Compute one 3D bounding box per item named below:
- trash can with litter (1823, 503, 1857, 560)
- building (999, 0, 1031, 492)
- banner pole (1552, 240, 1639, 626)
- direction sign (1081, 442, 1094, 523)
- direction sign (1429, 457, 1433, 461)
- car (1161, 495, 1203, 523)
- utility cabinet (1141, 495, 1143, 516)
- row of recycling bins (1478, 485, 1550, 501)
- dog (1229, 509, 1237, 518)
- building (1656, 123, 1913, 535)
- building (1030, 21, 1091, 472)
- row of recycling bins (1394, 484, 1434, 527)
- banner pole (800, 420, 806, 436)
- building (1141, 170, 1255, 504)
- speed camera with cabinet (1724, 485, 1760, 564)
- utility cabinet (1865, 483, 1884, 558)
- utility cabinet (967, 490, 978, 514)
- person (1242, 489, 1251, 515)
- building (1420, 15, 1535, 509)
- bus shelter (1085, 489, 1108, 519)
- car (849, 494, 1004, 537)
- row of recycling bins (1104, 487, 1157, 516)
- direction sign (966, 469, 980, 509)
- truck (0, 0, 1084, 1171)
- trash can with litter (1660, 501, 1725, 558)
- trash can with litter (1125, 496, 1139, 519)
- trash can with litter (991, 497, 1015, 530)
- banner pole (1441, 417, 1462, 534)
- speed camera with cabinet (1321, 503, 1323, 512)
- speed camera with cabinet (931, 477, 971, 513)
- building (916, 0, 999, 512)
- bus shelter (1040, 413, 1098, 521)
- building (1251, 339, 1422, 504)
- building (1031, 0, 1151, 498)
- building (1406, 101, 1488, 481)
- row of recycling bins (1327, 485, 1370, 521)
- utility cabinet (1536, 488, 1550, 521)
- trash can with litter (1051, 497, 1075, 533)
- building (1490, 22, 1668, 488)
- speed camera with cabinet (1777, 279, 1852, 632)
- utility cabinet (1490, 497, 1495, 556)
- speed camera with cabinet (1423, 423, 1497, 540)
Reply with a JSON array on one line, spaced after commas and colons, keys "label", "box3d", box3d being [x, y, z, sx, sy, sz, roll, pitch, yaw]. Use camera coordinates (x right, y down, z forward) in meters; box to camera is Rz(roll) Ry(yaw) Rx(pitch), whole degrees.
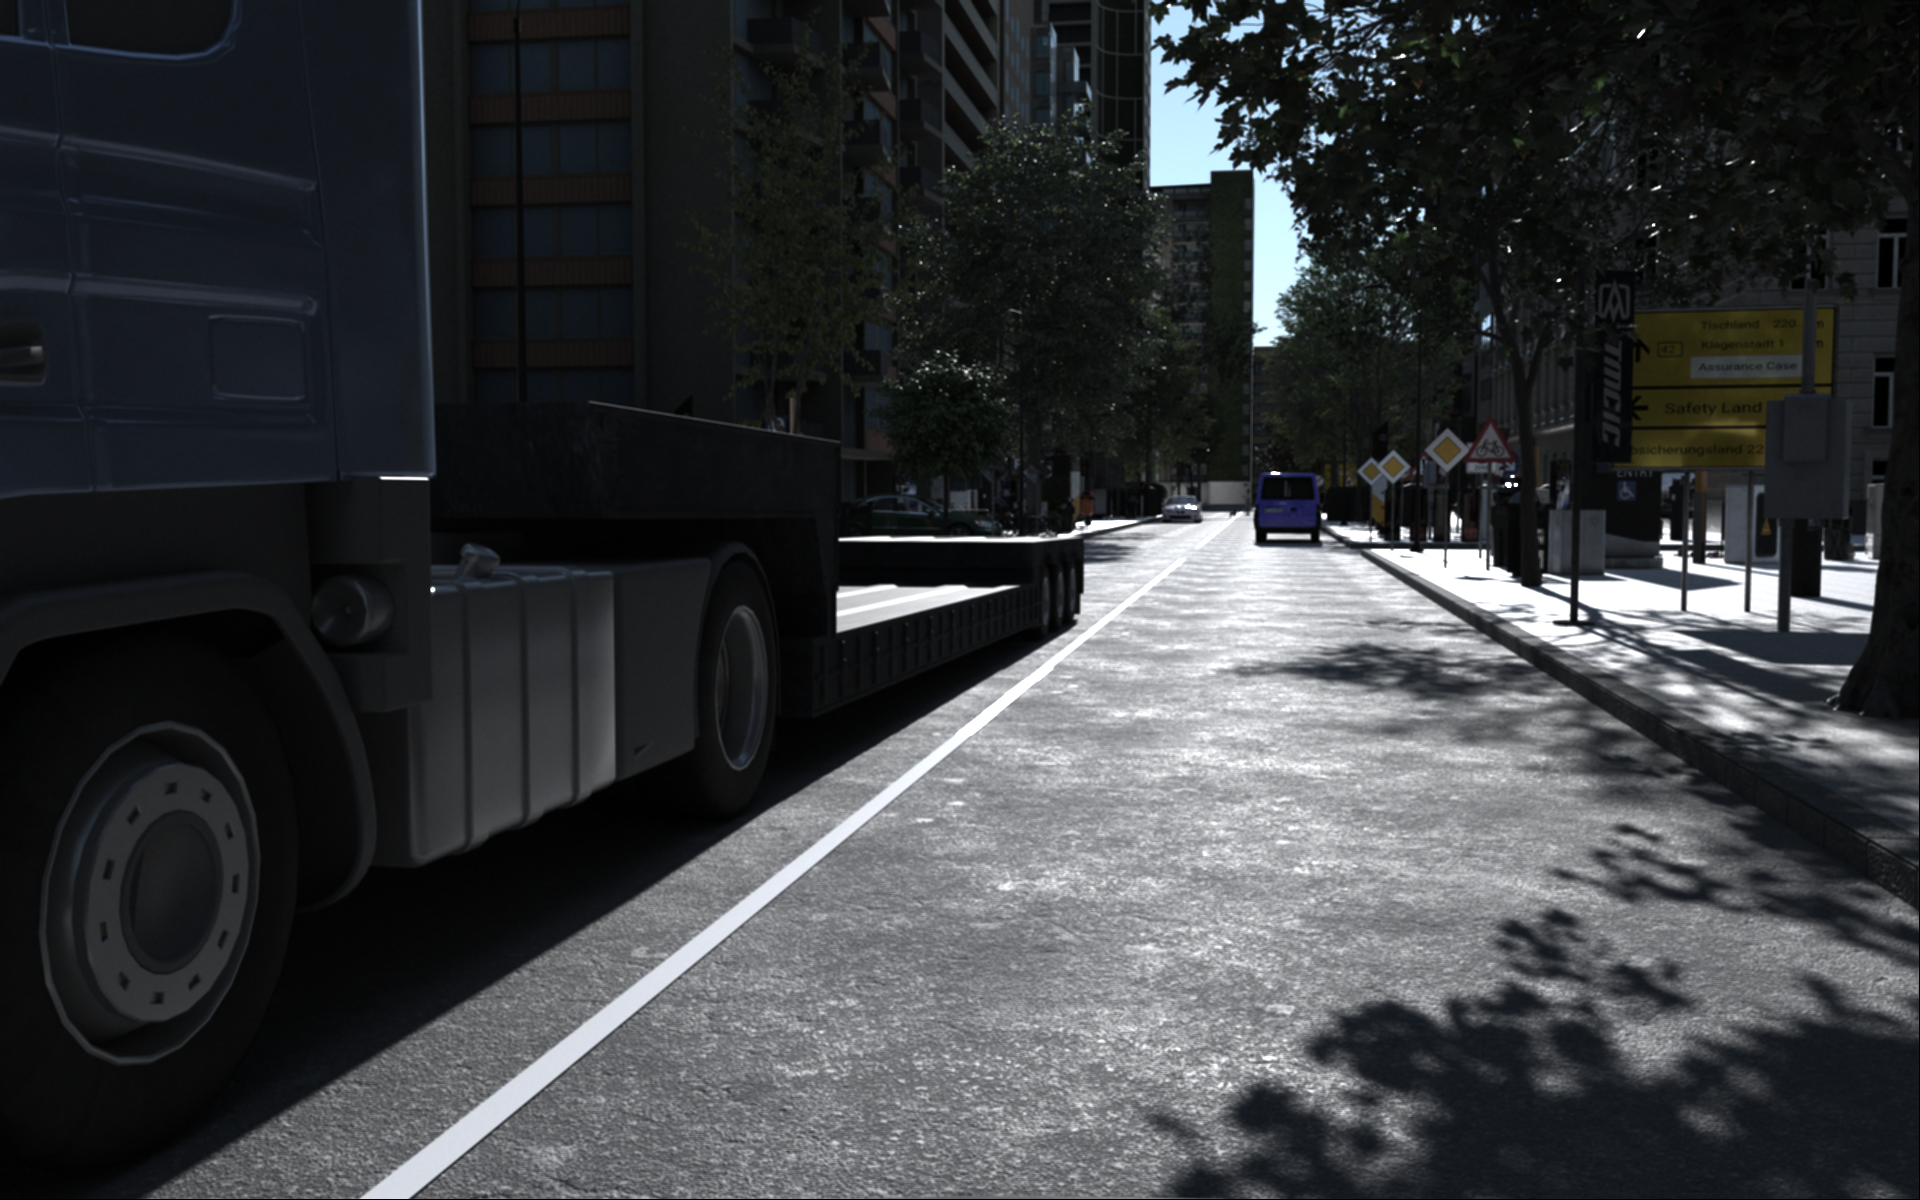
[{"label": "trash can with litter", "box3d": [17.152, -1.375, 33.869, 0.624, 1.170, 1.055, 3, 4, 37]}, {"label": "building", "box3d": [-2.457, -29.465, 131.868, 14.600, 45.320, 14.200, 1, 4, 10]}, {"label": "banner pole", "box3d": [6.268, -1.651, 17.015, 0.863, 3.779, 0.401, -1, 4, -17]}, {"label": "direction sign", "box3d": [5.560, -5.111, 75.567, 0.379, 3.537, 0.876, -2, 4, -35]}, {"label": "direction sign", "box3d": [25.815, -6.304, 95.070, 0.379, 3.537, 0.876, 0, 4, 3]}, {"label": "car", "box3d": [11.257, -4.601, 87.580, 2.083, 1.381, 4.827, 1, 4, 10]}, {"label": "utility cabinet", "box3d": [10.899, -5.615, 102.964, 0.306, 1.237, 1.020, 3, 5, 39]}, {"label": "row of recycling bins", "box3d": [24.505, -4.227, 76.220, 3.534, 1.692, 1.069, 0, 4, 3]}, {"label": "dog", "box3d": [16.533, -5.239, 104.952, 0.406, 0.507, 0.540, 1, 4, 19]}, {"label": "building", "box3d": [37.676, -15.932, 57.749, 25.104, 27.353, 12.463, 1, 4, 10]}, {"label": "building", "box3d": [-2.170, -34.207, 178.888, 30.456, 49.044, 23.786, 1, 4, 10]}, {"label": "row of recycling bins", "box3d": [18.448, -3.816, 69.503, 1.069, 1.692, 3.534, 2, 4, 31]}, {"label": "banner pole", "box3d": [-5.305, -4.181, 58.383, 0.401, 3.779, 0.863, 0, 4, 8]}, {"label": "building", "box3d": [30.464, -32.927, 221.948, 14.086, 41.232, 14.154, 1, 4, 10]}, {"label": "speed camera with cabinet", "box3d": [15.119, -2.319, 32.245, 2.038, 3.252, 0.660, -2, 4, -32]}, {"label": "utility cabinet", "box3d": [18.243, -1.575, 34.432, 0.318, 1.500, 1.173, 1, 4, 21]}, {"label": "utility cabinet", "box3d": [0.639, -5.351, 96.175, 0.318, 1.500, 1.173, -1, 4, -22]}, {"label": "person", "box3d": [19.446, -6.631, 117.493, 0.524, 1.755, 0.480, -2, 4, -33]}, {"label": "building", "box3d": [49.447, -50.299, 135.065, 22.319, 86.520, 31.000, 1, 4, 10]}, {"label": "bus shelter", "box3d": [7.196, -5.931, 90.895, 2.014, 3.302, 5.546, 1, 4, 10]}, {"label": "car", "box3d": [-1.300, -2.053, 45.370, 4.920, 1.459, 2.131, 1, 4, 10]}, {"label": "row of recycling bins", "box3d": [9.632, -5.668, 99.789, 3.534, 1.692, 1.069, 1, 4, 18]}, {"label": "direction sign", "box3d": [0.629, -5.699, 85.177, 0.876, 3.537, 0.379, -3, 4, -39]}, {"label": "truck", "box3d": [-1.547, -1.286, 10.781, 2.967, 4.110, 18.799, 1, 4, 11]}, {"label": "trash can with litter", "box3d": [15.375, -1.477, 35.204, 2.233, 1.210, 1.678, 3, 4, 37]}, {"label": "trash can with litter", "box3d": [8.964, -4.842, 90.546, 0.624, 1.170, 1.055, 1, 4, 16]}, {"label": "trash can with litter", "box3d": [1.597, -3.071, 61.594, 1.055, 1.170, 0.624, 3, 5, 43]}, {"label": "banner pole", "box3d": [15.954, -4.047, 56.185, 0.863, 3.779, 0.401, 3, 5, 40]}, {"label": "speed camera with cabinet", "box3d": [26.177, -7.701, 120.249, 2.038, 3.252, 0.660, 1, 4, 21]}, {"label": "speed camera with cabinet", "box3d": [-0.483, -5.937, 91.404, 2.038, 3.252, 0.660, 1, 4, 18]}, {"label": "building", "box3d": [-9.667, -29.619, 107.968, 21.300, 48.544, 21.600, 1, 4, 10]}, {"label": "bus shelter", "box3d": [5.034, -6.407, 82.386, 2.179, 5.291, 8.768, 1, 4, 10]}, {"label": "building", "box3d": [52.762, -23.256, 225.266, 28.899, 21.520, 27.650, 1, 4, 10]}, {"label": "building", "box3d": [14.006, -48.278, 227.604, 20.611, 71.187, 20.563, 1, 4, 10]}, {"label": "building", "box3d": [55.035, -31.264, 165.787, 22.147, 44.769, 28.867, 1, 4, 10]}, {"label": "row of recycling bins", "box3d": [19.028, -4.714, 84.188, 1.069, 1.692, 3.534, 3, 5, 43]}, {"label": "utility cabinet", "box3d": [21.983, -3.496, 65.836, 1.173, 1.500, 0.318, -3, 5, -42]}, {"label": "trash can with litter", "box3d": [3.341, -2.820, 57.491, 0.624, 1.170, 1.055, -2, 4, -33]}, {"label": "building", "box3d": [40.119, -19.453, 94.476, 17.030, 29.872, 44.131, 1, 4, 10]}, {"label": "speed camera with cabinet", "box3d": [8.503, -1.313, 15.809, 2.038, 3.252, 0.660, 2, 4, 32]}, {"label": "utility cabinet", "box3d": [11.378, -1.531, 36.192, 0.306, 1.237, 1.020, 2, 4, 32]}, {"label": "speed camera with cabinet", "box3d": [13.986, -3.298, 48.255, 2.038, 3.252, 0.660, 1, 4, 19]}]
